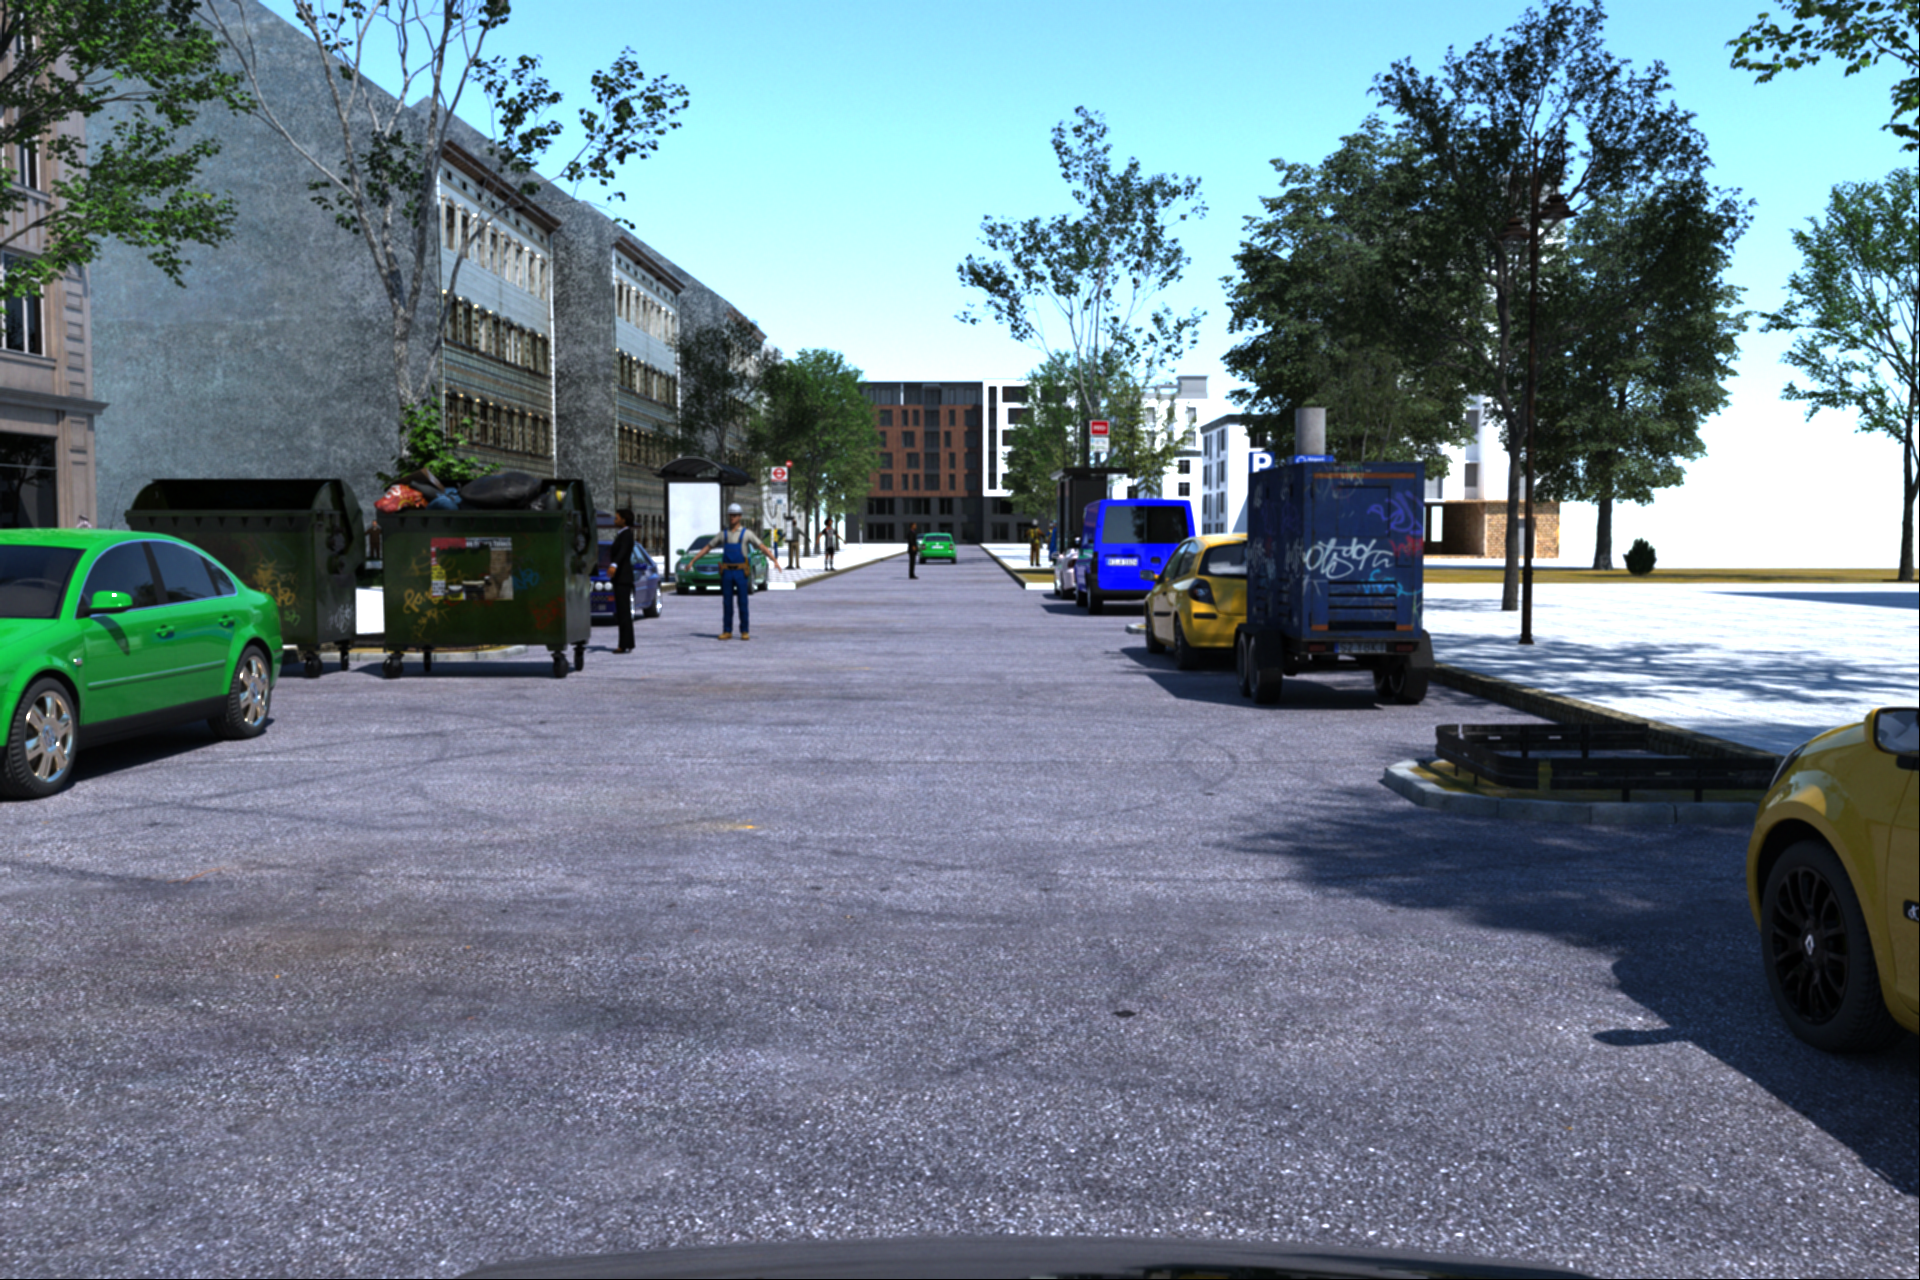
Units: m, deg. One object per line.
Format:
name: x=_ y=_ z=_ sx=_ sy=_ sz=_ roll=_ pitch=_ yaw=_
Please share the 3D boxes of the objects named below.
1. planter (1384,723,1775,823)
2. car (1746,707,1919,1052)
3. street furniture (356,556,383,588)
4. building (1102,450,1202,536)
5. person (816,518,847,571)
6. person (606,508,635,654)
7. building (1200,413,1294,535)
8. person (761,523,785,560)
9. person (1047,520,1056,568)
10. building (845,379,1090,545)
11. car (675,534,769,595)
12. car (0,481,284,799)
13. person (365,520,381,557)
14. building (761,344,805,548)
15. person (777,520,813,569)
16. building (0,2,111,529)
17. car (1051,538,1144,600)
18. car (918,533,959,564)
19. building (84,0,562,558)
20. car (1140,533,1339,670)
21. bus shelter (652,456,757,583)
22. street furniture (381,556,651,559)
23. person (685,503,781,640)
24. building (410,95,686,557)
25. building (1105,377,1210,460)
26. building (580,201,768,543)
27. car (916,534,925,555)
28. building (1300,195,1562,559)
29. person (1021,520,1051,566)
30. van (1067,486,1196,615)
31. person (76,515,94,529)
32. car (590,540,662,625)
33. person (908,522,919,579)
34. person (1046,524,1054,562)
planter: x=3.426 y=0.708 z=9.557 sx=1.991 sy=0.319 sz=1.994 roll=0 pitch=4 yaw=0
car: x=3.213 y=0.402 z=3.654 sx=2.015 sy=1.641 sz=3.980 roll=0 pitch=4 yaw=-1
street furniture: x=-15.175 y=-1.857 z=45.984 sx=5.734 sy=0.657 sz=10.072 roll=0 pitch=4 yaw=3
building: x=21.017 y=-15.006 z=187.493 sx=9.099 sy=9.664 sz=28.070 roll=0 pitch=4 yaw=0
person: x=-4.506 y=-3.292 z=59.972 sx=1.345 sy=1.843 sz=0.704 roll=-3 pitch=5 yaw=-45
person: x=-4.131 y=-0.715 z=20.864 sx=0.721 sy=1.740 sz=1.216 roll=0 pitch=4 yaw=-6
building: x=23.220 y=-10.955 z=121.258 sx=9.099 sy=9.664 sz=28.070 roll=0 pitch=3 yaw=0
person: x=-9.119 y=-4.817 z=84.727 sx=1.349 sy=1.833 sz=0.705 roll=2 pitch=4 yaw=23
person: x=3.610 y=-3.674 z=66.192 sx=0.704 sy=1.817 sz=1.347 roll=-1 pitch=4 yaw=-14
building: x=1.066 y=-24.111 z=240.647 sx=32.646 sy=21.610 sz=27.936 roll=0 pitch=4 yaw=1
car: x=-5.782 y=-1.873 z=42.426 sx=2.131 sy=1.459 sz=4.920 roll=0 pitch=4 yaw=0
car: x=-5.820 y=-0.120 z=10.765 sx=1.959 sy=1.807 sz=4.718 roll=0 pitch=4 yaw=0
person: x=-22.241 y=-3.652 z=65.846 sx=1.346 sy=1.812 sz=0.704 roll=-1 pitch=4 yaw=-21
building: x=-25.678 y=-18.974 z=176.683 sx=16.747 sy=18.905 sz=31.486 roll=0 pitch=4 yaw=0
person: x=-6.122 y=-3.535 z=64.073 sx=1.348 sy=1.796 sz=0.705 roll=0 pitch=4 yaw=4
building: x=-28.894 y=-13.715 z=36.255 sx=10.469 sy=25.551 sz=25.511 roll=0 pitch=4 yaw=1
car: x=3.138 y=-1.644 z=39.236 sx=2.083 sy=1.381 sz=4.827 roll=0 pitch=4 yaw=0
car: x=-1.053 y=-4.584 z=83.744 sx=1.959 sy=1.807 sz=4.718 roll=0 pitch=4 yaw=0
building: x=-29.057 y=-14.934 z=75.096 sx=19.493 sy=23.208 sz=18.063 roll=0 pitch=4 yaw=0
car: x=3.113 y=-0.578 z=19.680 sx=2.015 sy=1.641 sz=3.980 roll=0 pitch=4 yaw=-1
bus shelter: x=-6.940 y=-3.289 z=47.702 sx=2.014 sy=3.302 sz=5.546 roll=0 pitch=4 yaw=1
street furniture: x=-15.670 y=-2.718 z=60.061 sx=10.072 sy=0.657 sz=5.734 roll=1 pitch=4 yaw=18
person: x=-3.059 y=-0.930 z=23.513 sx=1.347 sy=1.847 sz=0.705 roll=1 pitch=4 yaw=9
building: x=-26.485 y=-16.234 z=96.355 sx=19.493 sy=23.208 sz=18.063 roll=0 pitch=4 yaw=1
building: x=23.417 y=-22.107 z=217.863 sx=16.016 sy=20.090 sz=11.380 roll=0 pitch=4 yaw=1
building: x=-24.560 y=-17.898 z=123.561 sx=19.493 sy=23.208 sz=18.063 roll=0 pitch=4 yaw=1
car: x=-2.338 y=-6.628 z=120.168 sx=2.131 sy=1.459 sz=4.920 roll=0 pitch=4 yaw=0
building: x=25.565 y=-15.097 z=103.250 sx=16.016 sy=20.090 sz=11.380 roll=0 pitch=4 yaw=0
person: x=2.988 y=-3.849 z=68.695 sx=1.354 sy=1.858 sz=0.705 roll=2 pitch=4 yaw=32
van: x=3.222 y=-1.720 z=32.501 sx=2.240 sy=2.365 sz=5.245 roll=0 pitch=3 yaw=0
person: x=-21.466 y=-2.184 z=42.418 sx=0.621 sy=1.740 sz=0.551 roll=0 pitch=4 yaw=-3
car: x=-6.011 y=-0.967 z=28.396 sx=1.945 sy=1.354 sz=3.894 roll=0 pitch=3 yaw=0
person: x=-1.491 y=-2.861 z=55.455 sx=0.704 sy=1.802 sz=1.346 roll=0 pitch=4 yaw=3
person: x=4.323 y=-4.500 z=80.031 sx=0.721 sy=1.772 sz=1.216 roll=3 pitch=5 yaw=40
